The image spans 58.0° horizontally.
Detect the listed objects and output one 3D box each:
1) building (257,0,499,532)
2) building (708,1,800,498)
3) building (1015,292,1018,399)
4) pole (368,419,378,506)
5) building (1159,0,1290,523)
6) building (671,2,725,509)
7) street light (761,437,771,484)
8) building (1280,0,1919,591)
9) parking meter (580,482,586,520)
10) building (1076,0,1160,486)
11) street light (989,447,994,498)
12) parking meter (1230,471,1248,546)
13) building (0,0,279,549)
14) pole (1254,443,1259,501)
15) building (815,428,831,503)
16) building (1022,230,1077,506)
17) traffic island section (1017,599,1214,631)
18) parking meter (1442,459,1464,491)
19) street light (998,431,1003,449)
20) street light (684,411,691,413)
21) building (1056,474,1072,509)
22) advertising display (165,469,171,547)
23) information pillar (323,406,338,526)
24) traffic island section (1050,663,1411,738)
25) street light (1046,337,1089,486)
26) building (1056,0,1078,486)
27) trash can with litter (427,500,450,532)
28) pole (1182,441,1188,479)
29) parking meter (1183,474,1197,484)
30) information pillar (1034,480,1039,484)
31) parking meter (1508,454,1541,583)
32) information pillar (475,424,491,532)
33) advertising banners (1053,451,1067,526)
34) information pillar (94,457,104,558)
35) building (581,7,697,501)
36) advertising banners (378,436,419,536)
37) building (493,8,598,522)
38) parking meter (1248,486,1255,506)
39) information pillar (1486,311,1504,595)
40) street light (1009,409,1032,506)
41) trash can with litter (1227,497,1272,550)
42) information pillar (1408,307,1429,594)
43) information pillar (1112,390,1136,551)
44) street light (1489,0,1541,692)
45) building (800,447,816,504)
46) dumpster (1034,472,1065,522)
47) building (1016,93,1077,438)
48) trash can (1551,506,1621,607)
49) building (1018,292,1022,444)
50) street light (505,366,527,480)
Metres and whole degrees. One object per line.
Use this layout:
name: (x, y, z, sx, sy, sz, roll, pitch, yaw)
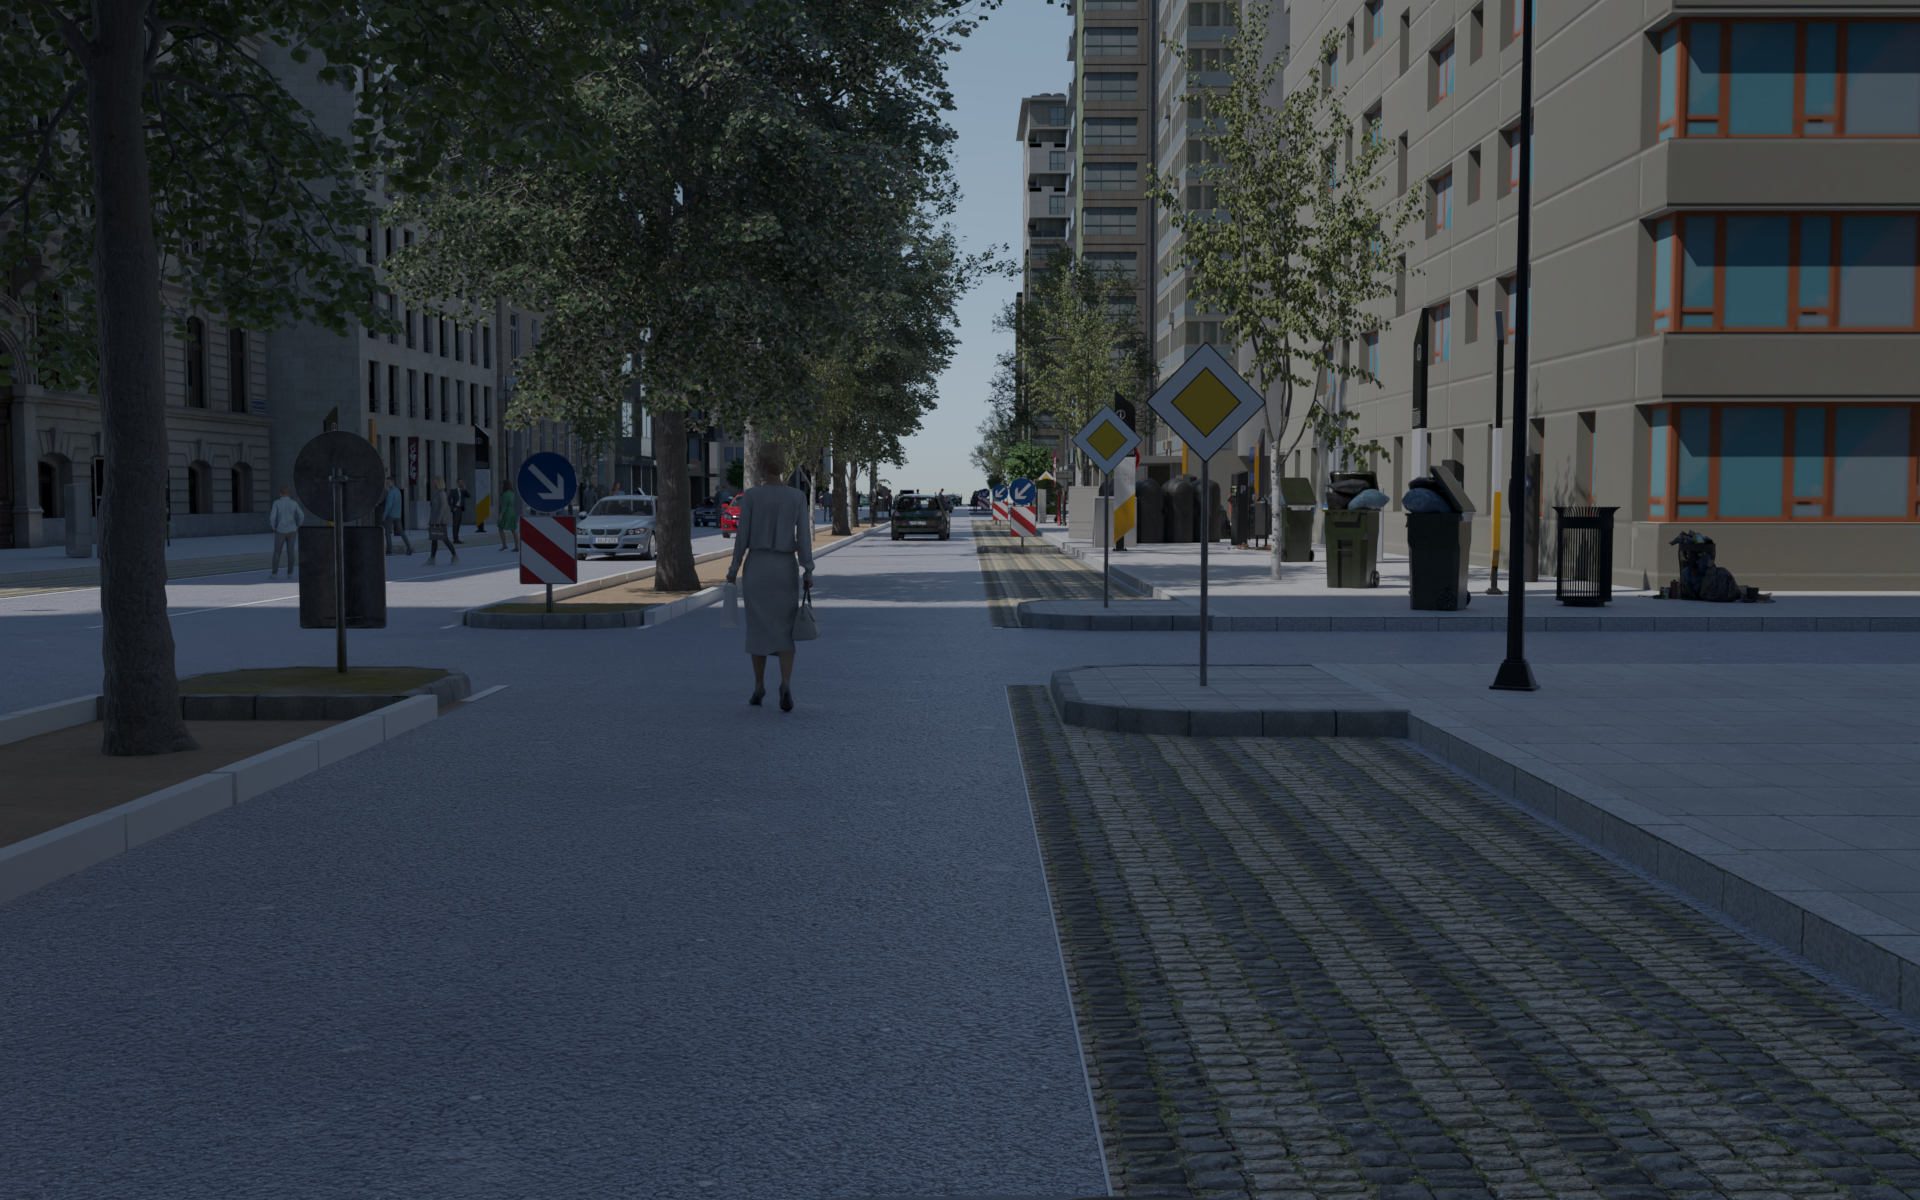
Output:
building: (-25.002, -12.881, 65.362, 10.420, 20.320, 16.860, 0, 4, 0)
building: (-29.971, -39.900, 194.362, 21.231, 58.520, 28.212, 0, 4, 0)
building: (14.814, -29.076, 247.088, 14.160, 30.474, 14.107, 0, 4, 0)
pole: (-15.960, -3.259, 47.131, 0.158, 3.312, 0.155, 0, 3, 0)
building: (22.377, -23.872, 82.184, 32.217, 40.220, 23.993, 0, 4, 0)
building: (-31.192, -29.671, 139.743, 22.147, 44.769, 28.867, 0, 4, 0)
street light: (-15.447, -10.220, 139.633, 1.470, 5.913, 1.316, 0, 4, 0)
building: (23.689, -11.677, 35.958, 28.899, 21.520, 27.650, 0, 4, 0)
parking meter: (-18.710, -4.929, 86.306, 0.399, 1.863, 0.255, -2, 4, -34)
building: (14.029, -25.797, 105.368, 14.154, 41.232, 14.086, 0, 4, 0)
street light: (3.495, -12.114, 170.600, 1.470, 5.913, 1.316, 0, 4, 0)
parking meter: (6.948, -2.286, 43.090, 0.399, 1.863, 0.255, -2, 4, -30)
building: (-27.647, -13.447, 38.935, 14.460, 24.649, 34.723, 0, 4, 0)
pole: (11.884, -4.621, 69.396, 0.158, 3.312, 0.155, 0, 3, 0)
building: (-25.715, -36.348, 244.392, 14.600, 45.320, 14.200, 0, 4, 0)
building: (14.504, -25.648, 191.045, 14.160, 30.474, 14.107, 0, 4, 0)
traffic island section: (1.670, 0.165, 19.586, 2.009, 0.180, 2.903, 0, 4, 0)
parking meter: (8.381, -1.454, 29.483, 0.255, 1.863, 0.399, 3, 5, 42)
street light: (3.492, -9.464, 127.277, 1.470, 5.913, 1.316, 0, 4, 0)
street light: (-15.635, -7.580, 96.468, 1.470, 5.913, 1.316, 0, 4, 0)
building: (23.814, -28.346, 155.344, 32.217, 40.220, 23.993, 0, 4, 0)
advertising display: (-19.726, -2.256, 42.094, 0.974, 1.923, 0.123, -2, 4, -32)
information pillar: (-16.644, -3.337, 45.916, 0.183, 3.616, 0.504, 1, 4, 20)
traffic island section: (1.648, 0.653, 11.601, 2.009, 0.180, 2.903, 0, 4, 0)
street light: (3.248, -4.820, 51.340, 1.470, 5.913, 1.316, 0, 4, 0)
building: (19.368, -31.054, 127.344, 23.786, 49.044, 30.456, 0, 4, 0)
trash can with litter: (-17.654, -2.888, 58.610, 0.624, 1.170, 1.055, 0, 4, -4)
pole: (7.962, -4.127, 61.313, 0.158, 3.312, 0.155, 0, 3, 0)
parking meter: (6.545, -2.667, 49.317, 0.255, 1.863, 0.399, -2, 4, -31)
information pillar: (3.925, -5.097, 87.836, 0.304, 2.012, 0.304, 1, 4, 18)
parking meter: (8.212, -1.193, 25.223, 0.399, 1.863, 0.255, 3, 4, 37)
information pillar: (-15.939, -4.064, 57.796, 0.504, 3.616, 0.183, 0, 4, 8)
advertising banners: (4.020, -4.511, 69.940, 0.090, 3.025, 2.074, -1, 4, -11)
information pillar: (-17.128, -1.851, 34.760, 0.304, 2.012, 0.304, 0, 4, 5)
building: (-30.078, -29.994, 110.003, 23.786, 49.044, 30.456, 0, 4, 0)
advertising banners: (-17.202, -3.474, 52.995, 2.074, 3.025, 0.090, 2, 4, 34)
building: (-25.953, -18.252, 84.331, 13.634, 28.700, 20.117, 0, 4, 0)
parking meter: (8.809, -2.717, 52.829, 0.372, 1.533, 0.369, 0, 3, 0)
information pillar: (6.820, -1.874, 21.992, 0.183, 3.616, 0.504, 1, 4, 13)
street light: (3.337, -7.440, 94.178, 1.470, 5.913, 1.316, 0, 4, 0)
trash can with litter: (6.931, -1.779, 40.151, 1.678, 1.210, 2.233, -1, 4, -14)
information pillar: (5.838, -1.875, 22.009, 0.183, 3.616, 0.504, 0, 4, 2)
information pillar: (3.680, -2.905, 38.856, 0.504, 3.616, 0.183, 0, 4, 3)
street light: (3.118, -2.368, 11.252, 1.470, 5.913, 1.316, 0, 4, 0)
building: (-25.731, -27.208, 216.544, 14.160, 30.474, 14.107, 0, 4, 0)
dumpster: (3.952, -4.641, 78.372, 1.502, 2.255, 1.985, 0, 4, 0)
building: (21.992, -38.917, 225.532, 28.713, 52.752, 27.495, 0, 4, 0)
trash can: (7.154, -0.500, 19.834, 0.748, 1.137, 0.748, 0, 3, 0)
building: (14.485, -26.509, 205.127, 14.160, 30.474, 14.107, 0, 4, 0)
street light: (-15.747, -5.486, 62.244, 1.470, 5.913, 1.316, 0, 4, 0)
